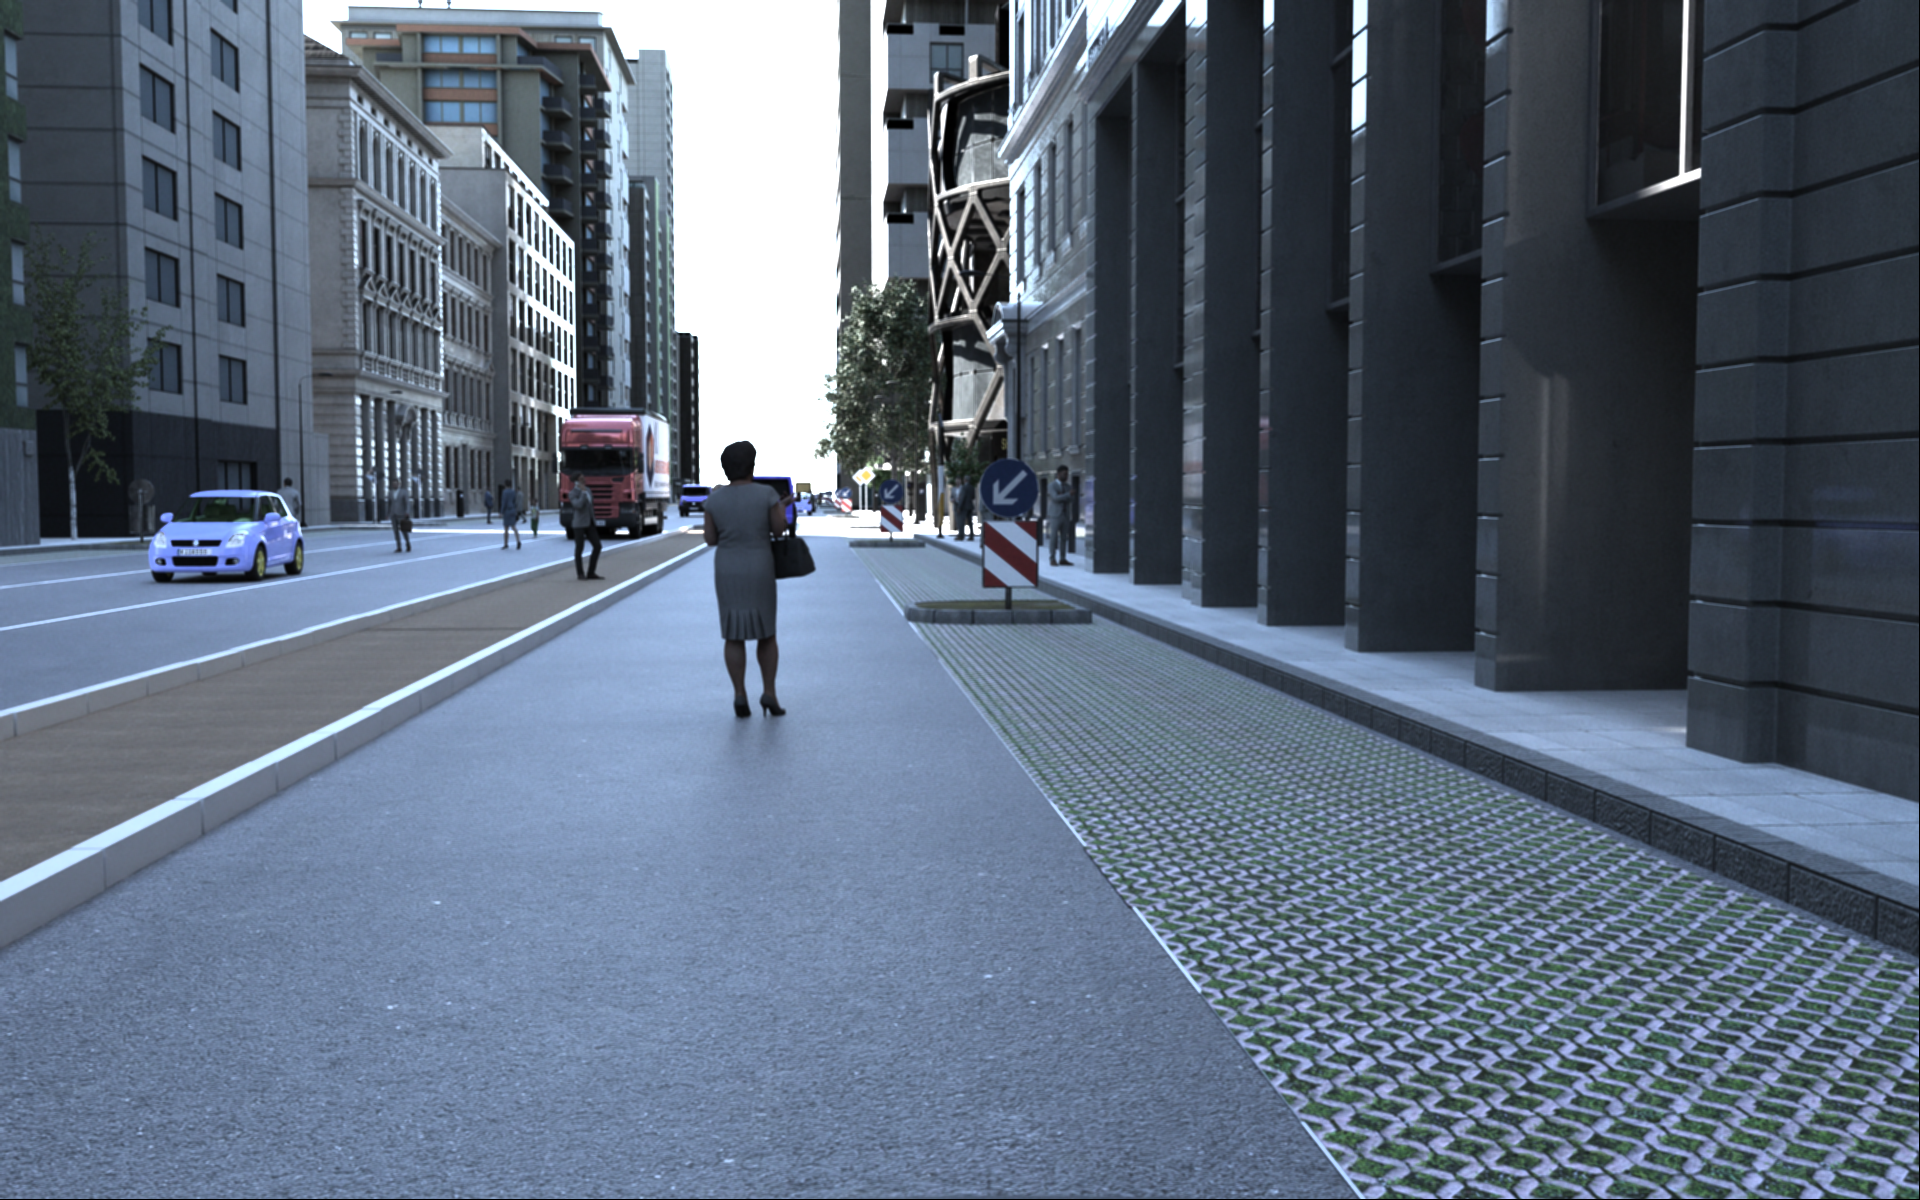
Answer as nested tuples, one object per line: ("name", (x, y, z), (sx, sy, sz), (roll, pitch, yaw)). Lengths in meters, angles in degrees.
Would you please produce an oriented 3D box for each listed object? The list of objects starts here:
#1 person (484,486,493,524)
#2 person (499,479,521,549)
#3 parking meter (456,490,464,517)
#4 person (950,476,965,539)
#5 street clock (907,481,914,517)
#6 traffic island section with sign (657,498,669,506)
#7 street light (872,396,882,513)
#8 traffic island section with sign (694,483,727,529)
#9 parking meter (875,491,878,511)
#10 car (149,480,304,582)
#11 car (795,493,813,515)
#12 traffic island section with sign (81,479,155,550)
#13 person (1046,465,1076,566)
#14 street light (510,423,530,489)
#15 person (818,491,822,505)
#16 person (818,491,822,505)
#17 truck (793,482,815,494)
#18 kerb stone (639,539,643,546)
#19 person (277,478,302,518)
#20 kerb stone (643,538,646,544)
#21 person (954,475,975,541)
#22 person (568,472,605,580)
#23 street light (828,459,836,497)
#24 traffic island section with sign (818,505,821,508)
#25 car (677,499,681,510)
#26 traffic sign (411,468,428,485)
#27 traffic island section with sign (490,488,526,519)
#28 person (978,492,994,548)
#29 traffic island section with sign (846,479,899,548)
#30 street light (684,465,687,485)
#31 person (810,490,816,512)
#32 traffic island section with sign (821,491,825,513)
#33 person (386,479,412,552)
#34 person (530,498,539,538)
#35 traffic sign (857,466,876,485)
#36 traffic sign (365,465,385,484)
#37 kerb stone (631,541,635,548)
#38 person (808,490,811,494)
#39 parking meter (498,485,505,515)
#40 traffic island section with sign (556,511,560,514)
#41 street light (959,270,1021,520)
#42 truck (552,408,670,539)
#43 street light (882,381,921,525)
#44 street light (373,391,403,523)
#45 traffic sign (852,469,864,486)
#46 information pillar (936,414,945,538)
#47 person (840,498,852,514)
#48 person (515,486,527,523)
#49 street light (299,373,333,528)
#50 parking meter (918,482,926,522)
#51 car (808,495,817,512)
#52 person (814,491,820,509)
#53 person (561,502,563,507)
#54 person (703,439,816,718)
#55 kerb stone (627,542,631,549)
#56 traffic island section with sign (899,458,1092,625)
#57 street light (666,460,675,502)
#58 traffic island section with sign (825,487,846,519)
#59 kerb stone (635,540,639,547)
("person", (-22.823, -4.601, 83.905), (0.419, 1.800, 0.721), (0, 4, -7))
("person", (-11.691, -2.229, 44.971), (0.654, 1.822, 0.581), (3, 5, 44))
("parking meter", (-27.605, -5.336, 95.648), (0.372, 1.533, 0.369), (0, 3, 0))
("person", (-0.059, -2.648, 49.531), (0.606, 1.804, 0.583), (1, 4, 22))
("street clock", (-2.778, -5.668, 97.245), (0.358, 2.002, 0.471), (-2, 4, -24))
("traffic island section with sign", (-35.371, -11.962, 204.211), (1.989, 1.847, 2.006), (0, 4, -5))
("street light", (-3.360, -6.714, 82.317), (1.470, 5.913, 1.316), (0, 4, -5))
("traffic island section with sign", (-9.927, -3.863, 71.294), (2.006, 1.907, 1.989), (0, 4, -5))
("parking meter", (-6.387, -7.517, 131.309), (0.372, 1.533, 0.369), (0, 3, 0))
("car", (-12.457, -1.218, 29.500), (1.945, 1.707, 3.694), (0, 4, -7))
("car", (-10.923, -6.601, 117.512), (1.945, 1.707, 3.694), (0, 4, -7))
("traffic island section with sign", (-21.426, -2.223, 44.966), (1.989, 1.847, 2.006), (0, 4, -5))
("person", (1.840, -1.516, 31.017), (0.466, 1.800, 0.511), (3, 5, 40))
("street light", (-28.841, -8.617, 113.428), (1.470, 5.913, 1.316), (0, 4, -5))
("person", (-18.032, -13.057, 222.071), (0.705, 1.812, 1.348), (-3, 5, -41))
("person", (-18.096, -13.226, 224.612), (0.709, 1.838, 0.599), (2, 4, 26))
("truck", (-24.392, -16.751, 269.807), (3.469, 3.379, 9.791), (0, 4, -5))
("kerb stone", (-8.865, -1.543, 47.419), (0.120, 0.150, 1.000), (0, 4, -5))
("person", (-16.853, -2.146, 43.437), (0.661, 1.843, 0.795), (-1, 4, -22))
("kerb stone", (-8.964, -1.598, 48.444), (0.120, 0.150, 1.000), (0, 4, -5))
("person", (0.116, -2.536, 47.676), (0.590, 1.801, 0.661), (3, 4, 37))
("person", (-6.222, -1.231, 28.805), (0.473, 1.802, 0.592), (3, 5, 44))
("street light", (-17.305, -16.509, 242.463), (1.470, 5.913, 1.316), (0, 4, -5))
("traffic island section with sign", (-13.482, -10.363, 178.061), (1.989, 1.847, 2.006), (0, 4, -5))
("car", (-24.838, -9.062, 158.394), (2.015, 1.641, 3.980), (0, 4, -6))
("traffic sign", (-24.264, -4.622, 77.756), (0.795, 2.593, 0.064), (0, 4, -5))
("traffic island section with sign", (-26.299, -5.628, 100.638), (1.989, 1.847, 2.006), (0, 4, -5))
("person", (0.628, -2.131, 40.979), (0.391, 1.810, 0.635), (-1, 4, -21))
("traffic island section with sign", (-2.003, -2.344, 46.946), (1.989, 1.847, 2.006), (0, 4, -5))
("street light", (-42.819, -18.364, 272.788), (1.470, 5.913, 1.316), (0, 4, -5))
("person", (-11.769, -7.833, 136.972), (0.834, 1.777, 0.661), (-2, 4, -35))
("traffic island section with sign", (-9.189, -7.364, 129.022), (1.989, 1.847, 2.006), (0, 4, -5))
("person", (-13.877, -2.091, 42.816), (0.709, 1.813, 0.853), (0, 4, 1))
("person", (-13.778, -2.655, 56.158), (0.306, 1.304, 0.590), (0, 4, -2))
("traffic sign", (-3.847, -4.239, 71.502), (0.795, 2.593, 0.064), (0, 4, -5))
("traffic sign", (-23.568, -4.135, 69.801), (0.795, 2.593, 0.064), (0, 4, -5))
("kerb stone", (-8.697, -1.415, 45.381), (0.120, 0.150, 1.000), (0, 4, -5))
("person", (-15.185, -10.241, 175.944), (0.705, 1.823, 1.348), (3, 5, 40))
("parking meter", (-28.482, -6.239, 107.726), (0.255, 1.863, 0.399), (3, 4, 36))
("traffic island section with sign", (-28.646, -7.270, 127.491), (1.989, 1.847, 2.006), (0, 4, -5))
("street light", (0.686, -3.889, 36.132), (1.470, 5.913, 1.316), (0, 4, -5))
("truck", (-11.618, -4.267, 58.675), (2.839, 4.237, 11.283), (0, 4, -4))
("street light", (-2.339, -6.058, 71.589), (1.470, 5.913, 1.316), (0, 4, -5))
("street light", (-25.753, -6.449, 77.977), (1.470, 5.913, 1.316), (0, 4, -5))
("traffic sign", (-4.544, -4.726, 79.456), (0.795, 2.593, 0.064), (0, 4, -5))
("information pillar", (-0.556, -3.606, 50.310), (0.183, 3.616, 0.504), (-1, 4, -12))
("person", (-7.991, -6.594, 121.815), (1.012, 1.151, 0.738), (-3, 4, -37))
("person", (-21.770, -4.697, 85.398), (0.767, 1.812, 0.694), (1, 4, 13))
("street light", (-24.713, -5.744, 66.448), (1.470, 5.913, 1.316), (0, 4, -5))
("parking meter", (-1.791, -4.585, 80.683), (0.399, 1.863, 0.255), (0, 4, 4))
("car", (-12.697, -7.854, 140.779), (2.083, 1.381, 4.827), (0, 4, -4))
("person", (-13.650, -9.497, 164.715), (0.756, 1.711, 0.436), (0, 4, -4))
("person", (-18.626, -4.472, 81.849), (0.478, 1.798, 0.641), (0, 4, -2))
("person", (-1.284, -0.144, 11.209), (0.716, 1.782, 0.532), (0, 4, 4))
("kerb stone", (-8.605, -1.356, 44.363), (0.120, 0.150, 1.000), (0, 4, -5))
("traffic island section with sign", (0.373, -0.687, 19.856), (1.989, 1.847, 2.006), (0, 4, -5))
("street light", (-39.723, -16.196, 237.338), (1.470, 5.913, 1.316), (0, 4, -5))
("traffic island section with sign", (-6.781, -5.681, 101.518), (1.989, 1.847, 2.006), (0, 4, -5))
("kerb stone", (-8.784, -1.477, 46.400), (0.120, 0.150, 1.000), (0, 4, -5))
